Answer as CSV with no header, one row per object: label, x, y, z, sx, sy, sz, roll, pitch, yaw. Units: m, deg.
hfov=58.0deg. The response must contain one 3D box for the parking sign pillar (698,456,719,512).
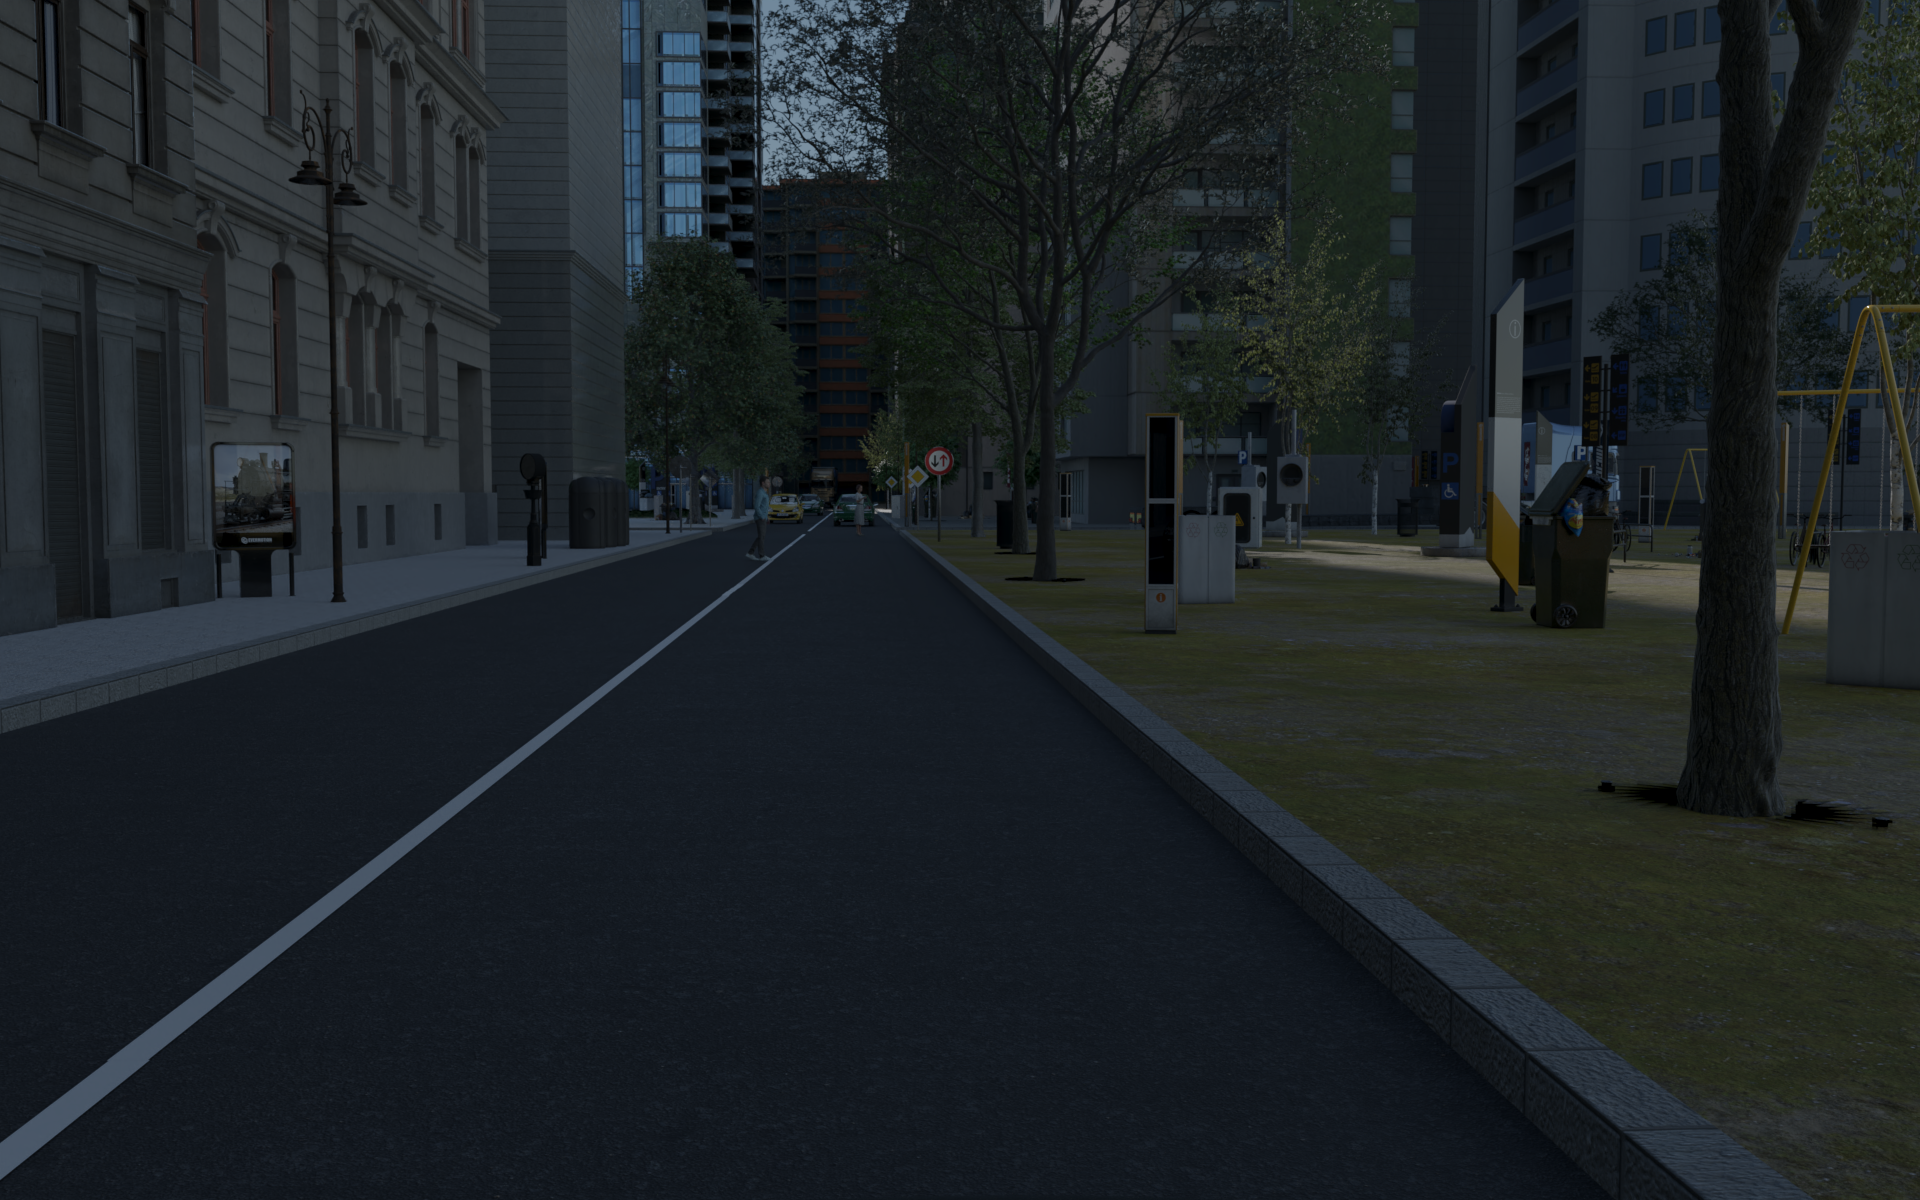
parking sign pillar,-18.043,-8.152,121.751,1.447,3.967,1.447,0,4,7

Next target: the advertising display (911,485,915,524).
advertising display,-1.930,-4.189,73.711,0.123,1.923,0.974,-1,4,-13

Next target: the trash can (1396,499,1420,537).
trash can,13.418,-2.462,51.912,0.748,1.137,0.748,0,3,0

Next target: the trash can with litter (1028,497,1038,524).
trash can with litter,3.500,-3.877,74.781,1.055,1.170,0.624,-2,4,-24

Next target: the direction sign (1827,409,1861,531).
direction sign,23.577,-3.319,46.265,0.379,3.537,0.876,-3,4,-36

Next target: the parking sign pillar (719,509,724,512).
parking sign pillar,-17.834,-8.369,125.308,1.447,3.967,1.447,-1,4,-15

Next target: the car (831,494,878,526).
car,-4.764,-4.059,78.160,2.131,1.459,4.920,0,4,-2

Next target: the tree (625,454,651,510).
tree,-26.313,-9.570,140.181,4.285,4.588,4.351,0,3,0

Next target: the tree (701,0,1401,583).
tree,1.376,-7.027,25.257,12.009,13.543,11.850,0,3,0

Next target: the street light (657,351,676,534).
street light,-9.468,-5.088,55.973,0.468,5.910,1.993,0,4,-3

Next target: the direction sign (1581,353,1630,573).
direction sign,10.530,-2.221,28.314,0.379,3.537,0.876,-2,4,-32

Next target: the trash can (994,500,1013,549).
trash can,1.158,-1.768,40.561,0.748,1.137,0.748,0,3,0

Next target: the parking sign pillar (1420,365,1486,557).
parking sign pillar,10.287,-2.893,35.769,1.447,3.967,1.447,2,4,29

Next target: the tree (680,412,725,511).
tree,-17.131,-10.190,116.973,4.737,8.622,4.395,0,3,0

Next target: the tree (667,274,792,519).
tree,-11.697,-10.490,89.633,7.486,12.596,7.792,0,3,0

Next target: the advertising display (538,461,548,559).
advertising display,-8.350,-1.801,34.664,0.123,1.923,0.974,-1,4,-17

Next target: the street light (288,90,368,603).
street light,-7.382,-2.912,20.392,0.468,5.910,1.993,0,4,-3

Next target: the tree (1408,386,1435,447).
tree,20.764,-8.238,85.049,4.737,8.622,4.395,0,3,0

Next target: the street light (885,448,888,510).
street light,-6.074,-10.402,142.865,0.468,5.910,1.993,0,4,-3

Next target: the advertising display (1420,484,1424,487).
advertising display,30.921,-6.777,116.016,0.123,1.923,0.974,0,4,8

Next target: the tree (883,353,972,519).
tree,-1.280,-8.423,88.080,4.737,8.622,4.395,0,3,0

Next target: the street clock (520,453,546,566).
street clock,-7.602,-1.608,30.856,0.471,2.002,0.358,3,5,40

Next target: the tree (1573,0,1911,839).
tree,3.319,-4.950,6.684,9.928,11.665,9.643,0,3,0

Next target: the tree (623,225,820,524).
tree,-11.506,-9.602,74.005,9.611,12.733,9.660,0,3,0

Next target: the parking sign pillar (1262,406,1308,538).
parking sign pillar,9.683,-3.869,51.727,1.447,3.967,1.447,-1,4,-22

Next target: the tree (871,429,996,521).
tree,-1.328,-6.029,82.293,4.285,4.588,4.351,0,3,0

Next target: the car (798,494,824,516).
car,-10.082,-6.332,115.326,2.131,1.459,4.920,0,4,-2

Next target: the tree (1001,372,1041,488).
tree,4.640,-9.003,97.559,4.360,8.622,3.978,0,3,0

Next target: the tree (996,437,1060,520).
tree,3.206,-6.279,86.367,4.285,4.588,4.351,0,3,0

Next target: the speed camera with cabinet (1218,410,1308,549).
speed camera with cabinet,7.127,-2.838,40.744,2.038,3.252,0.660,1,4,16

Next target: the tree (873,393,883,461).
tree,-2.504,-8.928,96.341,4.737,8.622,4.395,0,3,0

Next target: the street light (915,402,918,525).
street light,-1.797,-6.025,71.302,0.468,5.910,1.993,0,4,-3

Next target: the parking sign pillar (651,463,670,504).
parking sign pillar,-20.900,-8.095,120.828,1.447,3.967,1.447,1,4,20

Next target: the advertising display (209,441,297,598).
advertising display,-8.765,-0.996,21.504,0.974,1.923,0.123,-2,4,-32

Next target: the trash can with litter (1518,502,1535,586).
trash can with litter,8.242,-0.789,24.293,1.055,1.170,0.624,2,4,32

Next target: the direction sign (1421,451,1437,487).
direction sign,24.572,-6.041,90.763,0.876,3.537,0.379,-1,4,-11

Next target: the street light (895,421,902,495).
street light,-3.827,-8.229,107.333,0.468,5.910,1.993,0,4,-3

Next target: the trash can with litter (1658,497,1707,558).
trash can with litter,15.077,-1.483,35.313,1.678,1.210,2.233,2,4,26

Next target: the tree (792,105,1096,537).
tree,0.103,-8.149,51.358,7.486,12.596,7.792,0,3,0

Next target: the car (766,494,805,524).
car,-8.538,-4.532,84.325,2.015,1.641,3.980,0,4,-3

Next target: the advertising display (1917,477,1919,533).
advertising display,26.974,-2.623,48.094,0.974,1.923,0.123,-1,4,-15
